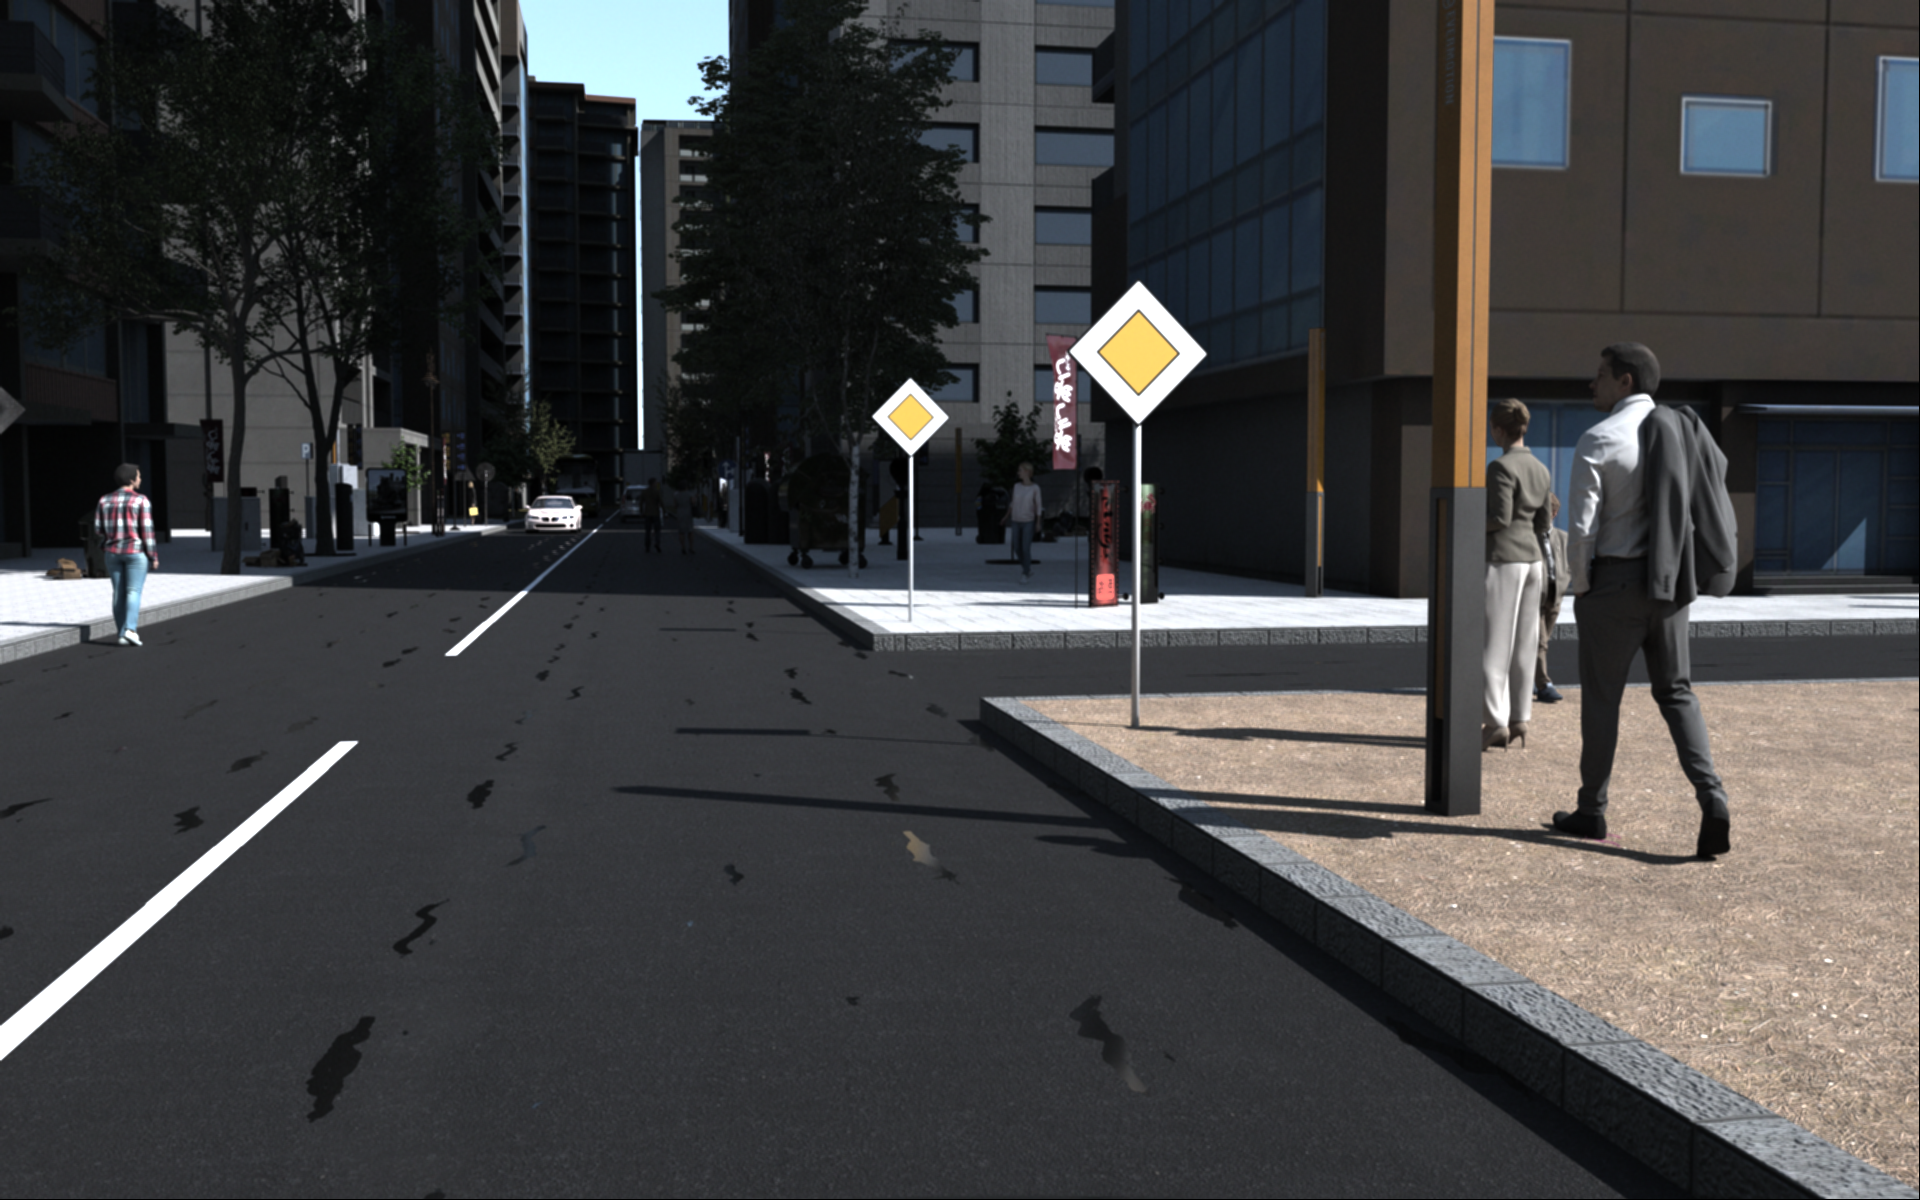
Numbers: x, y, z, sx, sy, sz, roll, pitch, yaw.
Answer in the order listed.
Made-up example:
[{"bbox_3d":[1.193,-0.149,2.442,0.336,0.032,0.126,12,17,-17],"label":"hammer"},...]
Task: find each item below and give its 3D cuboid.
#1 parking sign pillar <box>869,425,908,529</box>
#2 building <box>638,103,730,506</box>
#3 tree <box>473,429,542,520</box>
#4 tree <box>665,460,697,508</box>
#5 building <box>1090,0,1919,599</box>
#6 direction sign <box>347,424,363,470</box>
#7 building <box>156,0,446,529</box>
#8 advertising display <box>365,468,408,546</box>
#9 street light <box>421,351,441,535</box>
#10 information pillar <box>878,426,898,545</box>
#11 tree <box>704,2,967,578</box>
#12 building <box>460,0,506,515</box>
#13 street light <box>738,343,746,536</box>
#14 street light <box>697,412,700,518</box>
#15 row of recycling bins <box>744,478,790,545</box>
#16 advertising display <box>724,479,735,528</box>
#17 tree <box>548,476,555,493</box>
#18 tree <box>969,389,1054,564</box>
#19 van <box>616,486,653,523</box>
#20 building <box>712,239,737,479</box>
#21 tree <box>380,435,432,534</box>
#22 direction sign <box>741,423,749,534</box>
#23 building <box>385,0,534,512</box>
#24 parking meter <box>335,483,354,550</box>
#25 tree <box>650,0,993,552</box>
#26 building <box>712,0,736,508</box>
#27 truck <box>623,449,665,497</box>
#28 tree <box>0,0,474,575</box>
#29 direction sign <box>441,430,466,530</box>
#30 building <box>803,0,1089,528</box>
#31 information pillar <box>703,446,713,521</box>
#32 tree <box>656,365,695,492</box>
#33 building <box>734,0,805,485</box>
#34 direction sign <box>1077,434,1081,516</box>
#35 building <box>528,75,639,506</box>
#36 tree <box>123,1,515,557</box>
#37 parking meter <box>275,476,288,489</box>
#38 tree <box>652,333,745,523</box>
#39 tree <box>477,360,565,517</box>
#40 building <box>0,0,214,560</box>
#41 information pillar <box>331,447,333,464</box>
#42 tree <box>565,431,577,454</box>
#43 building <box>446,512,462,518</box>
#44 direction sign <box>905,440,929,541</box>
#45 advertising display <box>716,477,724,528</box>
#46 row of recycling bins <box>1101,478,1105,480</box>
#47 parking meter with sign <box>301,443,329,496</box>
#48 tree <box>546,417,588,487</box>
[{"bbox_3d":[-2.659,-4.624,64.069,1.447,3.967,1.447,-3,5,-43],"label":"parking sign pillar"},{"bbox_3d":[-26.823,-30.615,184.146,14.086,41.232,14.154,-1,4,-10],"label":"building"},{"bbox_3d":[-22.871,-6.351,87.555,4.285,4.588,4.351,0,3,0],"label":"tree"},{"bbox_3d":[-25.972,-10.900,161.933,4.285,4.588,4.351,0,3,0],"label":"tree"},{"bbox_3d":[10.766,-23.079,27.453,14.200,45.320,14.600,-1,4,-10],"label":"building"},{"bbox_3d":[-19.505,-3.908,55.897,0.876,3.537,0.379,3,5,42],"label":"direction sign"},{"bbox_3d":[-32.538,-38.651,70.196,20.563,71.187,20.611,-1,4,-10],"label":"building"},{"bbox_3d":[-14.130,-2.293,42.704,0.974,1.923,0.123,-2,4,-32],"label":"advertising display"},{"bbox_3d":[-16.629,-5.002,54.573,0.468,5.910,1.993,-1,4,-10],"label":"street light"},{"bbox_3d":[-1.811,-3.202,43.709,0.504,3.616,0.183,1,4,13],"label":"information pillar"},{"bbox_3d":[-1.712,-4.653,26.435,4.360,8.622,3.978,0,3,0],"label":"tree"},{"bbox_3d":[-41.224,-29.824,111.324,21.300,48.544,21.600,-1,4,-10],"label":"building"},{"bbox_3d":[-6.665,-4.880,52.569,0.468,5.910,1.993,-1,4,-10],"label":"street light"},{"bbox_3d":[-13.737,-7.221,90.854,0.468,5.910,1.993,-1,4,-10],"label":"street light"},{"bbox_3d":[-4.023,-2.266,44.156,3.534,1.692,1.069,2,4,29],"label":"row of recycling bins"},{"bbox_3d":[-8.352,-3.622,64.436,0.123,1.923,0.974,2,4,29],"label":"advertising display"},{"bbox_3d":[-36.069,-9.873,156.027,1.663,3.219,1.824,0,3,0],"label":"tree"},{"bbox_3d":[0.906,-2.295,32.117,1.663,3.219,1.824,0,3,0],"label":"tree"},{"bbox_3d":[-16.310,-4.918,87.417,2.013,2.044,4.112,-1,4,-12],"label":"van"},{"bbox_3d":[-4.197,-17.519,131.467,27.650,21.520,28.899,-1,4,-10],"label":"building"},{"bbox_3d":[-18.048,-3.786,56.496,1.663,3.219,1.824,0,3,0],"label":"tree"},{"bbox_3d":[-6.925,-3.898,55.730,0.379,3.537,0.876,0,4,8],"label":"direction sign"},{"bbox_3d":[-45.427,-30.707,152.165,14.200,45.320,14.600,-1,4,-10],"label":"building"},{"bbox_3d":[-14.064,-1.906,39.571,0.372,1.533,0.369,0,3,0],"label":"parking meter"},{"bbox_3d":[-2.979,-7.374,38.688,7.486,12.596,7.792,0,3,0],"label":"tree"},{"bbox_3d":[-11.889,-43.766,153.828,20.563,71.187,20.611,-1,4,-10],"label":"building"},{"bbox_3d":[-20.857,-7.657,114.106,2.839,4.237,11.283,-1,4,-10],"label":"truck"},{"bbox_3d":[-11.296,-5.685,27.366,7.601,10.594,8.767,-1,4,-14],"label":"tree"},{"bbox_3d":[-17.879,-4.233,61.203,0.876,3.537,0.379,0,4,5],"label":"direction sign"},{"bbox_3d":[3.333,-32.853,79.142,21.231,58.520,28.212,-1,4,-10],"label":"building"},{"bbox_3d":[-12.228,-5.664,83.960,0.504,3.616,0.183,1,4,23],"label":"information pillar"},{"bbox_3d":[-9.146,-7.283,69.445,4.360,8.622,3.978,0,3,0],"label":"tree"},{"bbox_3d":[-6.681,-28.007,108.026,14.600,45.320,14.200,-1,4,-10],"label":"building"},{"bbox_3d":[4.474,-4.494,65.473,0.379,3.537,0.876,1,4,15],"label":"direction sign"},{"bbox_3d":[-48.574,-32.350,183.543,28.867,44.769,22.147,-1,4,-10],"label":"building"},{"bbox_3d":[-13.109,-6.724,35.687,9.928,11.665,9.643,0,3,0],"label":"tree"},{"bbox_3d":[-21.732,-3.045,55.498,0.399,1.863,0.255,3,5,42],"label":"parking meter"},{"bbox_3d":[-11.473,-7.756,77.179,4.737,8.622,4.395,0,3,0],"label":"tree"},{"bbox_3d":[-24.705,-8.930,96.374,4.737,8.622,4.395,0,3,0],"label":"tree"},{"bbox_3d":[-28.829,-23.239,34.584,22.147,44.769,28.867,-1,4,-10],"label":"building"},{"bbox_3d":[-20.194,-3.948,55.909,0.183,3.616,0.504,-1,4,-9],"label":"information pillar"},{"bbox_3d":[-31.871,-11.163,132.872,4.737,8.622,4.395,0,3,0],"label":"tree"},{"bbox_3d":[-34.892,-27.149,93.990,14.600,45.320,14.200,-1,4,-10],"label":"building"},{"bbox_3d":[-1.194,-3.419,47.900,0.876,3.537,0.379,3,5,43],"label":"direction sign"},{"bbox_3d":[-8.964,-3.689,65.531,0.123,1.923,0.974,1,4,15],"label":"advertising display"},{"bbox_3d":[4.996,-2.289,44.546,3.534,1.692,1.069,-1,4,-22],"label":"row of recycling bins"},{"bbox_3d":[-21.706,-3.872,59.572,0.543,3.016,1.738,2,4,35],"label":"parking meter with sign"},{"bbox_3d":[-37.641,-13.133,165.082,4.360,8.622,3.978,0,3,0],"label":"tree"}]
